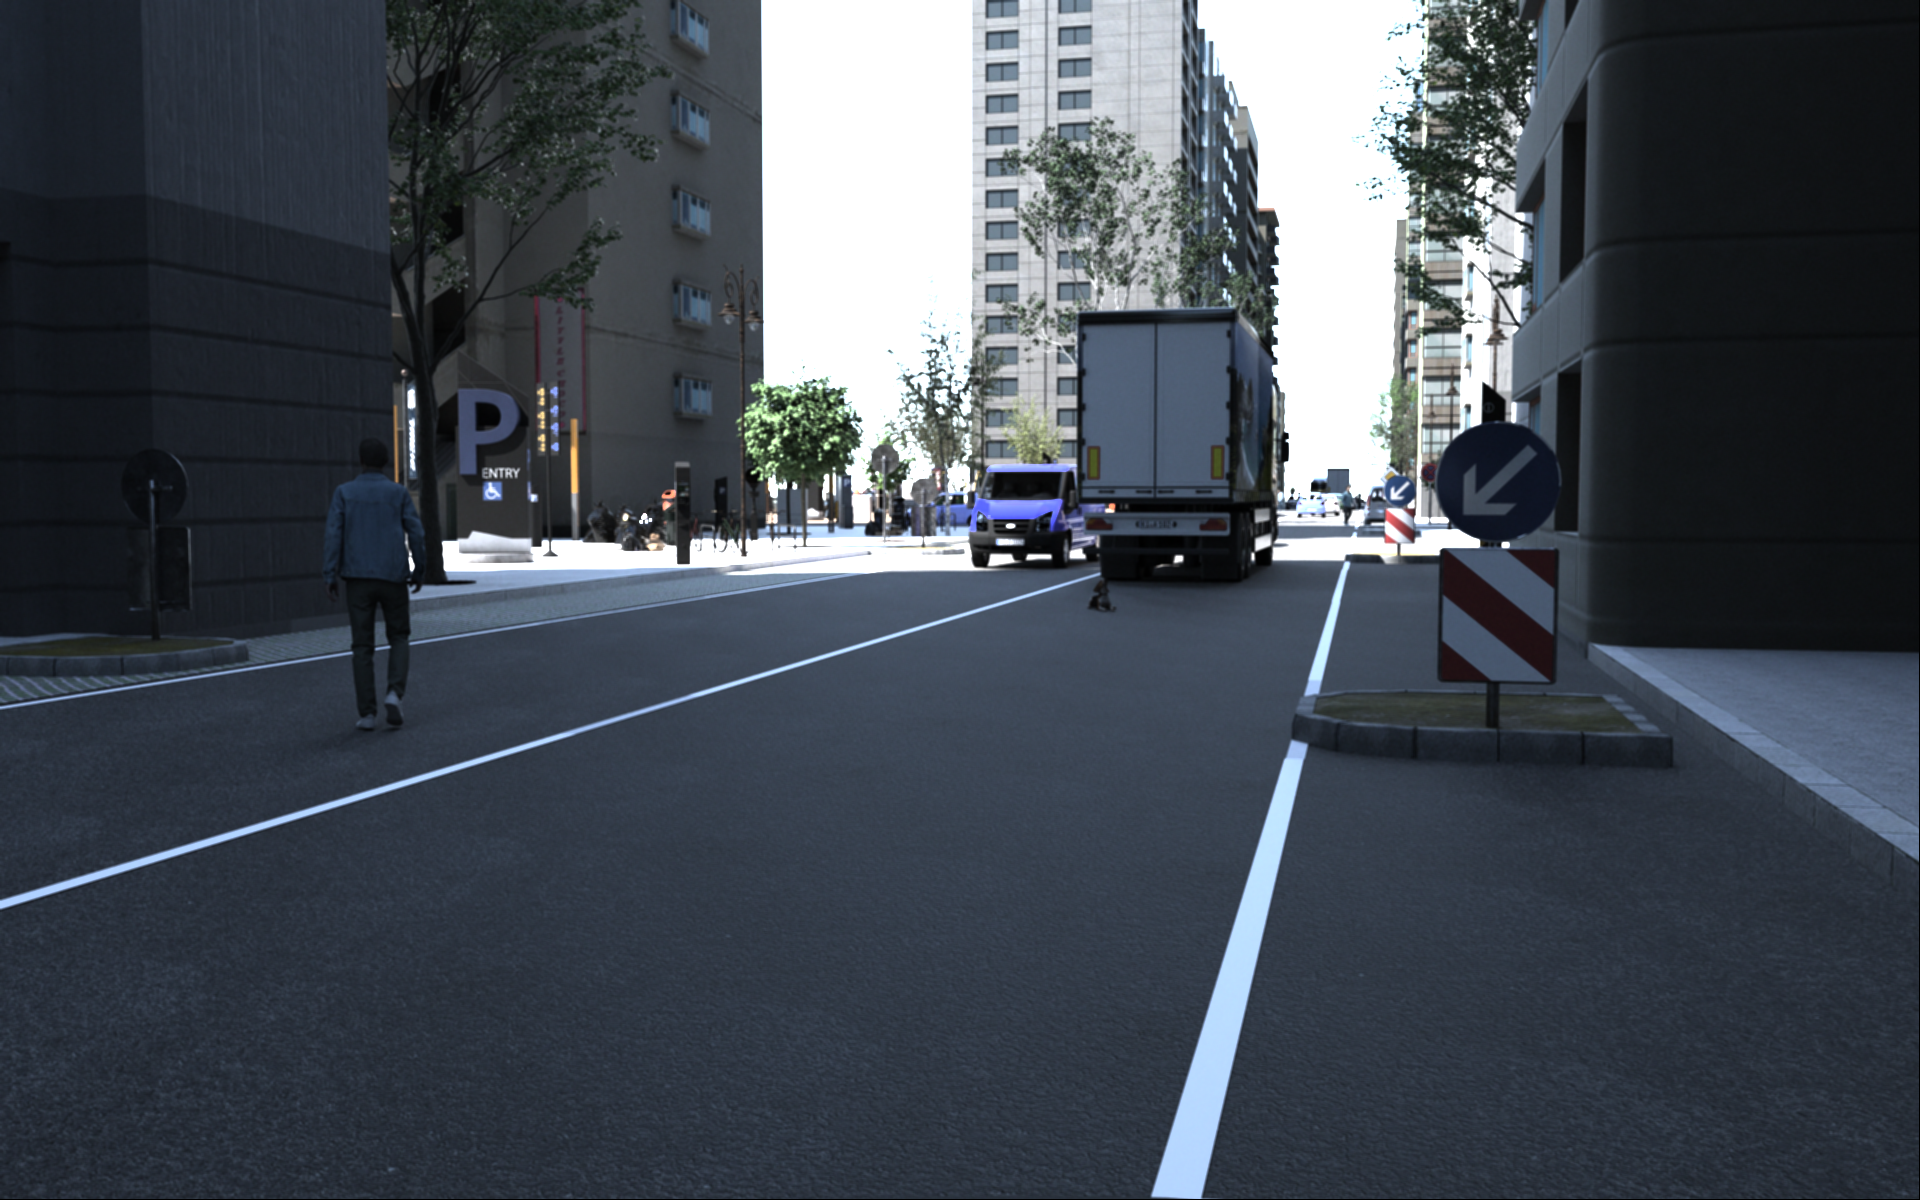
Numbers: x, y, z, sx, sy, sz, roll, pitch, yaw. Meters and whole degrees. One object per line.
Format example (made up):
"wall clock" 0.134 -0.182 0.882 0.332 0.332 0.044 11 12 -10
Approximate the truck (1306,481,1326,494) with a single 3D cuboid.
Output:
"truck" 53.567 -16.037 258.120 3.469 3.379 9.791 1 4 15

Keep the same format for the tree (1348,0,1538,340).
"tree" 9.985 -6.269 28.246 9.928 11.665 9.643 0 3 0

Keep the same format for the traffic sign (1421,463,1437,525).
"traffic sign" 19.422 -4.368 71.516 0.768 2.556 0.104 1 4 19

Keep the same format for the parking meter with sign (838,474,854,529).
"parking meter with sign" -4.333 -4.207 65.052 0.543 3.016 1.738 -1 4 -16

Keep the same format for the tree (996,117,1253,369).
"tree" 7.758 -14.021 85.133 12.611 20.169 13.585 0 3 0

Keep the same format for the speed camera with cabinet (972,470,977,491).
"speed camera with cabinet" 1.989 -8.868 139.326 2.038 3.252 0.660 0 4 3

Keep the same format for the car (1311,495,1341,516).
"car" 24.249 -6.279 115.018 2.083 1.381 4.827 1 4 12

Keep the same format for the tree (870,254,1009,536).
"tree" -0.388 -6.276 52.969 4.360 8.622 3.978 0 3 0

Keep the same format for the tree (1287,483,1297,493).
"tree" 58.107 -18.826 302.401 1.663 3.219 1.824 0 3 0

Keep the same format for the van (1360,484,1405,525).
"van" 18.241 -4.125 74.452 2.013 2.044 4.112 1 4 12

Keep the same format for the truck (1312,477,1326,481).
"truck" 57.516 -17.488 275.681 2.967 4.110 18.799 1 4 13

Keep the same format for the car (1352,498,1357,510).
"car" 35.060 -8.888 157.681 2.083 1.381 4.827 1 4 14

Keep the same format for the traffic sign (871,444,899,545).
"traffic sign" -1.917 -2.683 43.972 0.768 2.556 0.104 1 4 16

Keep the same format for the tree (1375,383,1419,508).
"tree" 28.918 -9.837 111.202 4.360 8.622 3.978 0 3 0

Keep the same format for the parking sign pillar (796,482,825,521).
"parking sign pillar" -7.206 -5.782 83.000 1.447 3.967 1.447 2 4 29

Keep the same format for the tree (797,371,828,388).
"tree" -8.745 -9.340 103.063 4.737 8.622 4.395 0 3 0

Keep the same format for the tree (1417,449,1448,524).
"tree" 20.650 -4.922 75.077 1.663 3.219 1.824 0 3 0

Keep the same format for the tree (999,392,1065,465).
"tree" 4.903 -10.679 124.960 4.737 8.622 4.395 0 3 0

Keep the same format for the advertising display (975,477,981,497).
"advertising display" 1.151 -4.246 74.629 0.974 1.923 0.123 0 4 7

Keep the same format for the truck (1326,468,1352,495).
"truck" 41.495 -12.287 189.808 2.839 4.237 11.283 1 4 13

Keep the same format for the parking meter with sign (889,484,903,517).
"parking meter with sign" -3.519 -6.068 95.468 1.738 3.016 0.543 2 4 27

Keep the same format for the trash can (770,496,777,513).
"trash can" -11.900 -6.129 111.862 0.748 1.137 0.748 0 3 0

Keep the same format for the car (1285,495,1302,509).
"car" 31.573 -9.192 162.877 1.945 1.354 3.894 1 4 14

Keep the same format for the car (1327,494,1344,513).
"car" 29.230 -7.542 135.116 2.131 1.459 4.920 1 4 13

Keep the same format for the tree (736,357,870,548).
"tree" -3.762 -3.548 41.719 4.285 4.588 4.351 0 3 0

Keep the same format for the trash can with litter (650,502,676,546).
"trash can with litter" -7.180 -1.896 42.395 1.055 1.170 0.624 -2 4 -25

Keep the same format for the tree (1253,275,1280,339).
"tree" 17.731 -17.115 135.716 12.611 20.169 13.585 0 3 0

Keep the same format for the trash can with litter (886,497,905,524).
"trash can with litter" -2.759 -3.856 74.428 0.624 1.170 1.055 -1 4 -20

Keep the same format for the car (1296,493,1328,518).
"car" 21.438 -5.870 105.558 1.945 1.707 3.694 1 4 12

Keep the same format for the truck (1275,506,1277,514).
"truck" 19.728 -7.698 115.618 2.967 4.110 18.799 1 4 12

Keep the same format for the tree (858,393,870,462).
"tree" -5.628 -10.574 123.243 4.360 8.622 3.978 0 3 0

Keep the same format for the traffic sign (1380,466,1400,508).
"traffic sign" 15.504 -3.589 62.316 0.795 2.450 0.064 1 4 13

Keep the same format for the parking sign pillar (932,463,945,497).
"parking sign pillar" -1.633 -8.494 127.348 1.447 3.967 1.447 -2 4 -32

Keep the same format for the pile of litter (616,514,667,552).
"pile of litter" -7.188 -1.529 38.963 1.176 0.858 1.719 0 4 -4

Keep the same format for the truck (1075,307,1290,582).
"truck" 4.324 -2.617 31.705 2.839 4.237 11.283 1 4 14

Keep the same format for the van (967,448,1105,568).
"van" 1.635 -1.898 35.416 2.240 2.365 5.245 1 4 15

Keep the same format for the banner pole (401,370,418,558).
"banner pole" -11.032 -2.736 34.746 0.401 3.779 0.863 -3 4 -36

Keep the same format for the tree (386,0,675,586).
"tree" -7.657 -6.032 24.379 9.928 11.665 9.643 0 3 0

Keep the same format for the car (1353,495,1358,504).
"car" 58.316 -14.959 257.164 1.945 1.354 3.894 1 4 13

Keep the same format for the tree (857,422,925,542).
"tree" -2.033 -3.170 46.425 1.663 3.219 1.824 0 3 0

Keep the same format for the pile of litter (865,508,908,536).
"pile of litter" -2.257 -2.430 53.688 1.719 0.858 1.176 -3 5 -39

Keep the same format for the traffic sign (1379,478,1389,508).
"traffic sign" 17.324 -4.064 70.091 0.795 2.450 0.064 1 4 13

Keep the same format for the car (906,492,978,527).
"car" -0.422 -3.664 69.503 3.694 1.707 1.945 1 4 14
